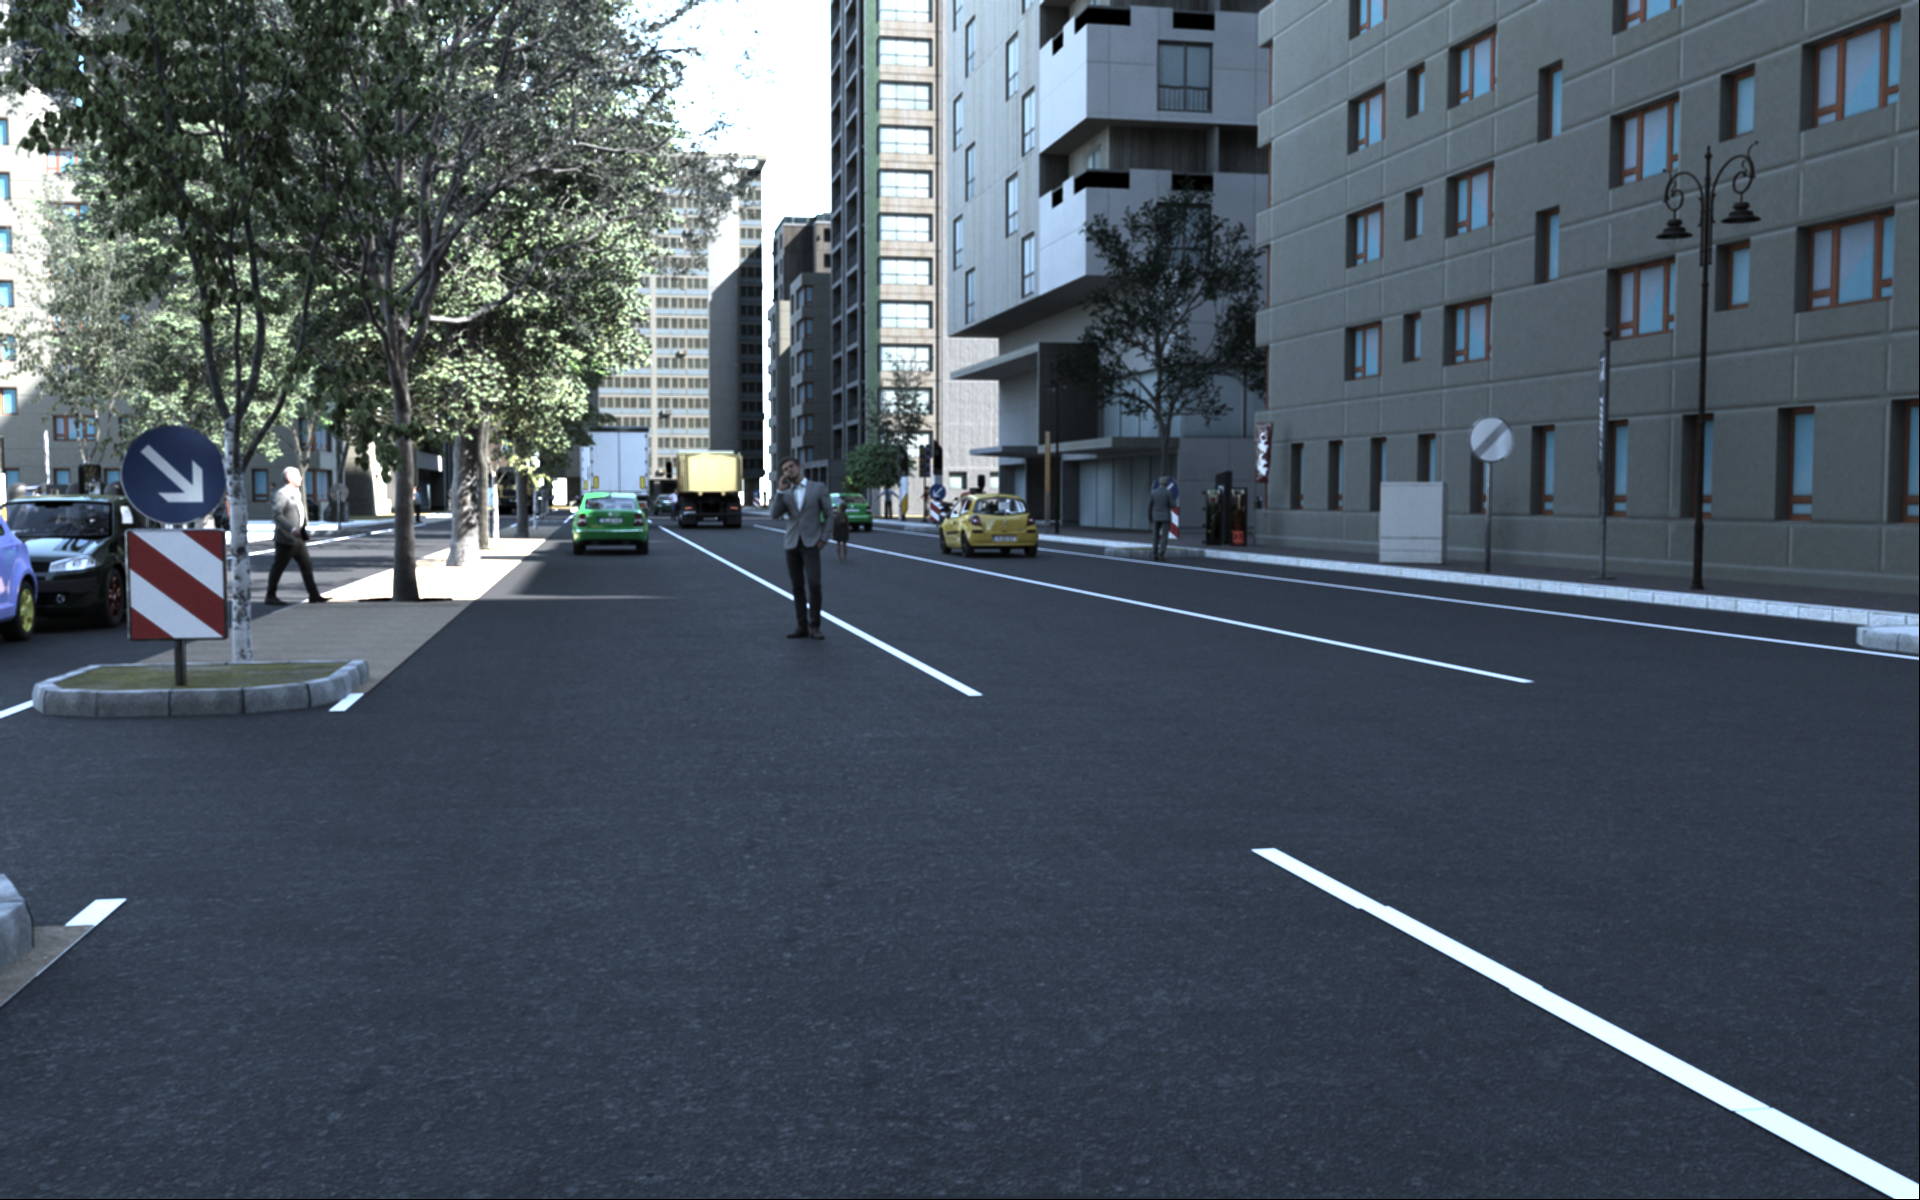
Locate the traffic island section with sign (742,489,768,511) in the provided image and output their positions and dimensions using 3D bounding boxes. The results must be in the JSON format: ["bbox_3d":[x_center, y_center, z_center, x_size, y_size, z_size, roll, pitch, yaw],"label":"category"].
[{"bbox_3d":[-16.909,-8.196,142.632,1.989,1.847,2.006,-1,4,-12],"label":"traffic island section with sign"}]

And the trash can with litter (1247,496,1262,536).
[{"bbox_3d":[9.246,-2.582,53.267,1.678,1.210,2.233,0,4,6],"label":"trash can with litter"}]

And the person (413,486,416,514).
[{"bbox_3d":[-35.168,-6.468,111.807,0.705,1.823,1.348,0,4,-4],"label":"person"}]

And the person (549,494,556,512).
[{"bbox_3d":[-32.109,-7.616,136.251,0.697,1.427,0.421,-3,4,-38],"label":"person"}]

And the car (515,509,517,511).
[{"bbox_3d":[-36.151,-8.042,144.069,1.945,1.354,3.894,-1,4,-13],"label":"car"}]

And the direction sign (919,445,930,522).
[{"bbox_3d":[-1.615,-5.353,79.519,0.379,3.537,0.876,-2,4,-34],"label":"direction sign"}]

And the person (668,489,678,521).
[{"bbox_3d":[-15.320,-5.127,93.265,0.756,1.711,0.436,-2,4,-33],"label":"person"}]

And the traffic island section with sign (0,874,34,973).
[{"bbox_3d":[-3.824,0.200,4.865,2.006,1.907,1.989,-1,4,-12],"label":"traffic island section with sign"}]

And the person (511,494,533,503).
[{"bbox_3d":[-26.432,-5.880,104.656,1.348,1.821,0.705,-2,4,-30],"label":"person"}]

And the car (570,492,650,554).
[{"bbox_3d":[-8.610,-2.071,42.663,1.959,1.807,4.718,-1,4,-11],"label":"car"}]

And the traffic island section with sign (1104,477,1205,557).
[{"bbox_3d":[4.441,-1.939,40.334,1.989,1.847,2.006,-1,4,-12],"label":"traffic island section with sign"}]

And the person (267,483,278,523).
[{"bbox_3d":[-29.937,-4.240,75.708,0.721,1.781,0.623,-2,4,-29],"label":"person"}]

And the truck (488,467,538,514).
[{"bbox_3d":[-32.329,-7.974,126.305,3.469,3.379,9.791,-1,4,-11],"label":"truck"}]

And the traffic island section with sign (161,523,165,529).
[{"bbox_3d":[-16.593,-1.629,35.260,1.989,1.847,2.006,-1,4,-12],"label":"traffic island section with sign"}]

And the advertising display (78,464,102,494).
[{"bbox_3d":[-18.827,-1.976,37.519,0.123,1.923,0.974,0,4,-6],"label":"advertising display"}]

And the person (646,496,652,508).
[{"bbox_3d":[-26.716,-8.483,147.910,1.217,1.735,0.721,1,4,13],"label":"person"}]

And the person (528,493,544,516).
[{"bbox_3d":[-27.182,-6.272,111.188,1.348,1.807,0.705,1,4,12],"label":"person"}]

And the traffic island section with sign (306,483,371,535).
[{"bbox_3d":[-22.121,-3.248,61.740,1.989,1.847,2.006,-1,4,-12],"label":"traffic island section with sign"}]

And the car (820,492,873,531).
[{"bbox_3d":[-4.578,-3.594,67.557,1.959,1.807,4.718,-1,4,-13],"label":"car"}]

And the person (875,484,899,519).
[{"bbox_3d":[-3.757,-5.178,90.686,1.348,1.826,0.705,0,4,-6],"label":"person"}]

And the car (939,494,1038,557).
[{"bbox_3d":[0.618,-1.866,40.728,2.015,1.641,3.980,-1,4,-12],"label":"car"}]

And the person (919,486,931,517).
[{"bbox_3d":[-1.963,-5.615,98.676,0.721,1.723,1.217,2,4,32],"label":"person"}]

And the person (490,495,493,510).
[{"bbox_3d":[-42.256,-9.093,157.188,1.348,1.822,0.705,3,4,38],"label":"person"}]

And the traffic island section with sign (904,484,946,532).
[{"bbox_3d":[-1.109,-3.562,66.863,1.989,1.847,2.006,-1,4,-12],"label":"traffic island section with sign"}]

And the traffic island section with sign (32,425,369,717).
[{"bbox_3d":[-5.328,-0.244,12.119,2.006,1.907,1.989,-1,4,-12],"label":"traffic island section with sign"}]

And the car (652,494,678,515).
[{"bbox_3d":[-19.969,-6.511,118.252,2.131,1.459,4.920,-1,4,-10],"label":"car"}]

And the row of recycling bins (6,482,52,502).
[{"bbox_3d":[-31.991,-3.341,61.745,3.534,1.692,1.069,-2,4,-28],"label":"row of recycling bins"}]

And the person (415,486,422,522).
[{"bbox_3d":[-27.241,-4.812,87.161,0.705,1.826,1.348,-1,4,-12],"label":"person"}]

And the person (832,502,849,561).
[{"bbox_3d":[-2.566,-1.475,37.286,0.362,1.253,0.373,0,4,-4],"label":"person"}]

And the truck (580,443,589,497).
[{"bbox_3d":[-20.318,-6.739,99.093,2.839,4.237,11.283,-1,4,-11],"label":"truck"}]

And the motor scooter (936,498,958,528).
[{"bbox_3d":[-0.416,-2.969,61.325,0.815,1.314,1.986,-1,4,-13],"label":"motor scooter"}]

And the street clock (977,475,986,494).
[{"bbox_3d":[0.809,-3.730,65.553,0.358,2.002,0.471,0,4,7],"label":"street clock"}]

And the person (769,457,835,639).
[{"bbox_3d":[-1.564,-0.524,17.249,0.592,1.802,0.473,2,4,29],"label":"person"}]

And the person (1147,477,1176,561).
[{"bbox_3d":[4.385,-1.755,37.372,0.661,1.801,0.590,2,4,29],"label":"person"}]

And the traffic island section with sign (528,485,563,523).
[{"bbox_3d":[-20.686,-4.743,85.677,2.006,1.907,1.989,-1,4,-12],"label":"traffic island section with sign"}]

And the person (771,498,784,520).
[{"bbox_3d":[-9.878,-5.276,95.580,1.217,1.723,0.721,-2,4,-30],"label":"person"}]

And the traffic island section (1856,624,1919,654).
[{"bbox_3d":[9.608,0.411,15.569,2.009,0.180,2.903,-1,4,-12],"label":"traffic island section"}]

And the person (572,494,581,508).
[{"bbox_3d":[-32.053,-8.136,144.713,0.628,1.438,0.799,0,4,1],"label":"person"}]

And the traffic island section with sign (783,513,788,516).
[{"bbox_3d":[-11.293,-6.554,115.779,1.989,1.847,2.006,-1,4,-12],"label":"traffic island section with sign"}]

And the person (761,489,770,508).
[{"bbox_3d":[-18.544,-9.714,164.886,1.348,1.822,0.705,3,4,38],"label":"person"}]

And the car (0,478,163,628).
[{"bbox_3d":[-10.149,-0.603,19.653,2.009,1.686,4.222,-1,4,-11],"label":"car"}]

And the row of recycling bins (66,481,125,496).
[{"bbox_3d":[-26.830,-2.916,54.787,3.534,1.692,1.069,1,4,22],"label":"row of recycling bins"}]

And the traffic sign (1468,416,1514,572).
[{"bbox_3d":[8.639,-1.724,28.288,0.768,2.556,0.104,0,4,-6],"label":"traffic sign"}]

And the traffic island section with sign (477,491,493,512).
[{"bbox_3d":[-37.849,-7.863,137.186,1.989,1.847,2.006,-1,4,-12],"label":"traffic island section with sign"}]

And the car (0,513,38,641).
[{"bbox_3d":[-9.661,-0.362,15.514,1.945,1.707,3.694,-1,4,-13],"label":"car"}]

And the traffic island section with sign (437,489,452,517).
[{"bbox_3d":[-32.354,-6.249,110.795,1.989,1.847,2.006,-1,4,-12],"label":"traffic island section with sign"}]

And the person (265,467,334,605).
[{"bbox_3d":[-8.613,-0.831,22.488,0.834,1.777,0.661,0,4,-6],"label":"person"}]
